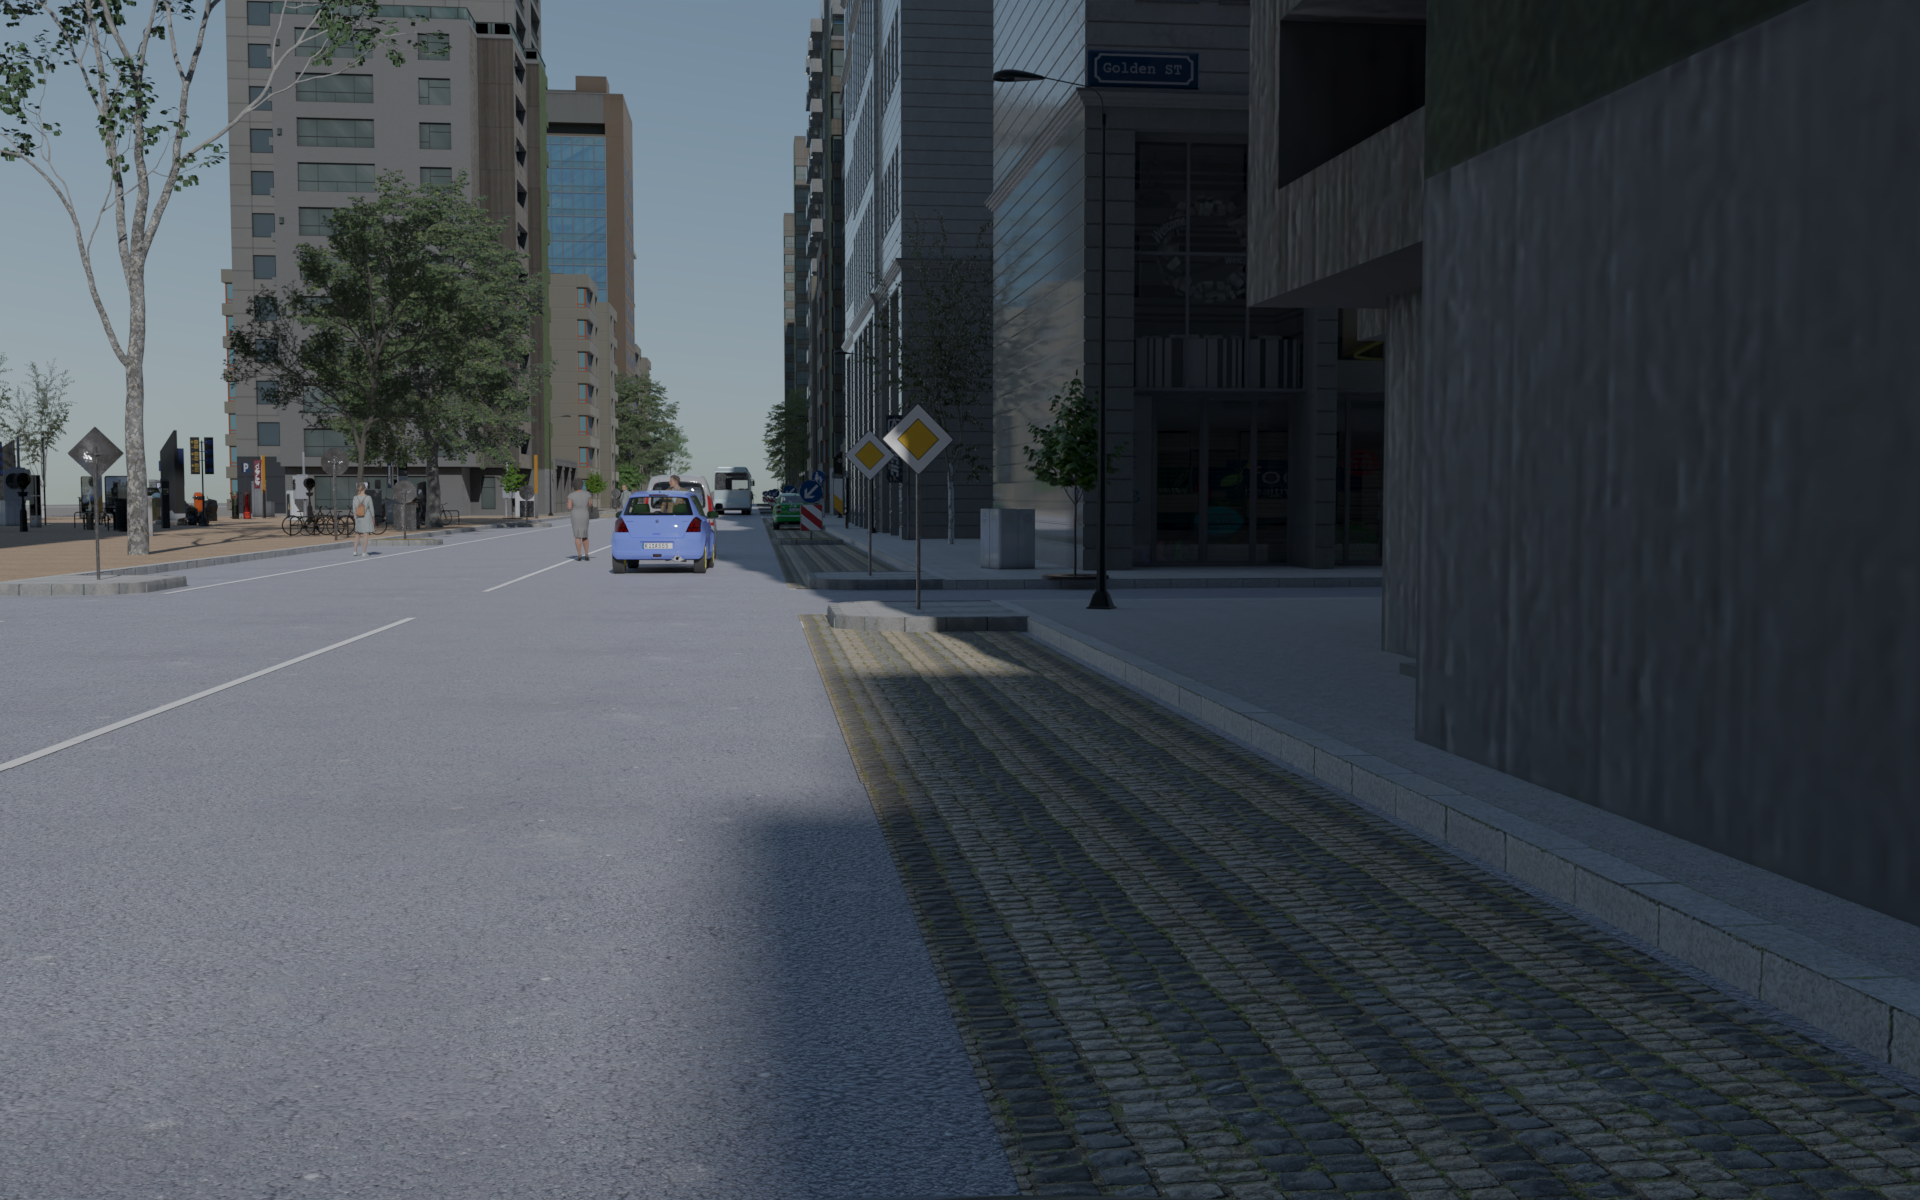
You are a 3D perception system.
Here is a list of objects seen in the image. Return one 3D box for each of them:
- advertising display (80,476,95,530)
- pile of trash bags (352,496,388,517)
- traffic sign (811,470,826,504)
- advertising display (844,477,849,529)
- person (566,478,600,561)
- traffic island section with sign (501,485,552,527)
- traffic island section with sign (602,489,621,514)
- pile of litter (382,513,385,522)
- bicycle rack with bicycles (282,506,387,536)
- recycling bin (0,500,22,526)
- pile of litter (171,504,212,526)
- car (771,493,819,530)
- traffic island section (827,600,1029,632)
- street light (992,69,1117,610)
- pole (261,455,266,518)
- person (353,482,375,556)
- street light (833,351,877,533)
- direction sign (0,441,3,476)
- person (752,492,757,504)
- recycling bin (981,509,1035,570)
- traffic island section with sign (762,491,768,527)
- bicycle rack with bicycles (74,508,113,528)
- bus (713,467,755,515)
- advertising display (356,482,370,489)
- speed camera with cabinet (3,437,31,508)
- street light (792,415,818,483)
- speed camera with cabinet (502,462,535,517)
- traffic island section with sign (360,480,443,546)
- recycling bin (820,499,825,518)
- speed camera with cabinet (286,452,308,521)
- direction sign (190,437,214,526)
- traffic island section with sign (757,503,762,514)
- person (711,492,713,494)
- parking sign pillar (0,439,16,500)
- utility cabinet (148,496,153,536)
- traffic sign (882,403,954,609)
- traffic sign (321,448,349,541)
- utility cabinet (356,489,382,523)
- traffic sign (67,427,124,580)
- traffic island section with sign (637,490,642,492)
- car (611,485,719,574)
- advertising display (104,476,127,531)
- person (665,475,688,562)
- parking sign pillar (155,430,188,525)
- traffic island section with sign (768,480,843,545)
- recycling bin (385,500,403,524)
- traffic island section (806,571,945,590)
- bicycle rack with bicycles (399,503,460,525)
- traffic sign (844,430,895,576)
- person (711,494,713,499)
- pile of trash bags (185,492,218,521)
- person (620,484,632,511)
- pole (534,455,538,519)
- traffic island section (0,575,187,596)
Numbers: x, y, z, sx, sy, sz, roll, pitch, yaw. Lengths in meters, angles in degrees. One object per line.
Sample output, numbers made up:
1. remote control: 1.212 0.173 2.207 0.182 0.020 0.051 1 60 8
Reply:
1. advertising display: -31.128 -3.468 61.923 0.974 1.923 0.123 3 4 37
2. pile of trash bags: -32.905 -5.305 96.483 1.912 1.369 3.447 -3 4 -36
3. traffic sign: -7.558 -5.663 92.694 0.768 2.556 0.104 0 4 1
4. advertising display: -4.223 -3.630 64.557 0.123 1.923 0.974 0 4 -8
5. person: -8.084 -1.728 37.109 0.716 1.782 0.532 -2 4 -28
6. traffic island section with sign: -18.848 -4.084 75.409 1.989 1.847 2.006 0 4 -7
7. traffic island section with sign: -24.792 -7.121 125.057 1.989 1.847 2.006 0 4 -7
8. pile of litter: -26.737 -3.937 78.338 1.176 0.858 1.719 2 4 32
9. bicycle rack with bicycles: -19.522 -2.449 53.426 2.925 0.926 2.852 0 4 3
10. recycling bin: -38.342 -3.511 69.953 0.722 1.027 0.722 3 4 37
11. pile of litter: -31.602 -3.491 71.043 1.719 0.858 1.176 -2 4 -24
12. car: -6.677 -3.750 70.114 1.959 1.807 4.718 0 4 -6
13. traffic island section: -0.445 0.180 19.342 2.009 0.180 2.903 0 4 -7
14. street light: 1.046 -2.852 19.177 1.470 5.913 1.316 0 4 -7
15. pole: -36.577 -5.939 90.941 0.158 3.312 0.155 0 3 0
16. person: -13.761 -1.859 39.900 0.512 1.701 0.522 0 4 -7
17. street light: -3.406 -5.129 56.396 1.470 5.913 1.316 0 4 -7
18. direction sign: -41.174 -5.022 74.101 0.379 3.537 0.876 0 4 -2
19. person: -28.964 -14.227 241.825 1.217 1.735 0.721 1 4 10
20. recycling bin: 0.824 -1.058 29.859 0.722 1.027 0.722 -2 4 -28
21. traffic island section with sign: -7.577 -4.125 76.071 1.989 1.847 2.006 0 4 -7
22. bicycle rack with bicycles: -32.221 -3.229 66.168 2.852 0.926 2.925 1 4 11
23. bus: -16.141 -7.863 123.423 2.948 3.499 13.247 0 4 -6
24. advertising display: -31.328 -5.241 90.897 0.974 1.923 0.123 2 4 33
25. speed camera with cabinet: -33.218 -3.996 59.664 2.038 3.252 0.660 0 4 -7
26. street light: -8.962 -7.914 101.936 1.470 5.913 1.316 0 4 -7
27. speed camera with cabinet: -24.540 -6.232 96.237 2.038 3.252 0.660 3 4 36
28. traffic island section with sign: -15.637 -2.448 48.645 1.989 1.847 2.006 0 4 -7
29. recycling bin: -7.763 -5.027 94.742 0.722 1.027 0.722 0 4 -6
30. speed camera with cabinet: -31.530 -5.383 82.341 0.660 3.252 2.038 -2 4 -33
31. direction sign: -30.093 -4.699 68.820 0.876 3.537 0.379 -1 4 -8
32. traffic island section with sign: -13.556 -7.180 126.020 1.989 1.847 2.006 0 4 -7
33. person: -34.343 -14.158 240.518 0.617 1.759 0.750 2 4 35
34. parking sign pillar: -47.318 -5.938 85.562 1.447 3.967 1.447 -1 4 -11
35. utility cabinet: -24.959 -2.552 52.892 0.306 1.237 1.020 -3 5 -40
36. traffic sign: -0.467 -0.955 19.263 0.795 2.450 0.064 0 4 -7
37. traffic sign: -17.222 -2.913 47.732 0.768 2.556 0.104 0 4 -2
38. utility cabinet: -25.379 -4.020 74.400 0.318 1.500 1.173 2 4 29
39. traffic sign: -12.882 -1.358 25.843 0.795 2.450 0.064 0 4 -7
40. traffic island section with sign: -28.022 -8.770 152.010 1.989 1.847 2.006 0 4 -7
41. car: -5.519 -1.399 32.463 1.945 1.707 3.694 0 4 -5
42. advertising display: -29.455 -3.387 60.597 0.974 1.923 0.123 1 4 12
43. person: -6.071 -1.734 36.768 0.656 1.842 0.836 -2 4 -30
44. parking sign pillar: -33.407 -5.198 73.459 1.447 3.967 1.447 3 5 40
45. traffic island section with sign: -4.367 -2.488 49.307 1.989 1.847 2.006 0 4 -7
46. recycling bin: -24.449 -3.824 75.068 0.722 1.027 0.722 0 4 0
47. traffic island section: -1.395 -0.305 27.271 2.009 0.180 2.903 0 4 -7
48. bicycle rack with bicycles: -22.125 -3.539 71.252 2.852 0.926 2.925 2 4 26
49. traffic sign: -1.417 -1.440 27.191 0.795 2.450 0.064 0 4 -7
50. person: -26.495 -10.607 185.163 0.421 1.427 0.697 0 4 -7
51. pile of trash bags: -35.678 -4.351 80.888 1.912 1.369 3.447 -2 4 -29
52. person: -12.564 -3.448 64.969 0.635 1.810 0.391 2 4 34
53. pole: -22.114 -5.905 90.385 0.158 3.312 0.155 0 3 0
54. traffic island section: -12.905 -0.221 25.902 2.009 0.180 2.903 0 4 -7
